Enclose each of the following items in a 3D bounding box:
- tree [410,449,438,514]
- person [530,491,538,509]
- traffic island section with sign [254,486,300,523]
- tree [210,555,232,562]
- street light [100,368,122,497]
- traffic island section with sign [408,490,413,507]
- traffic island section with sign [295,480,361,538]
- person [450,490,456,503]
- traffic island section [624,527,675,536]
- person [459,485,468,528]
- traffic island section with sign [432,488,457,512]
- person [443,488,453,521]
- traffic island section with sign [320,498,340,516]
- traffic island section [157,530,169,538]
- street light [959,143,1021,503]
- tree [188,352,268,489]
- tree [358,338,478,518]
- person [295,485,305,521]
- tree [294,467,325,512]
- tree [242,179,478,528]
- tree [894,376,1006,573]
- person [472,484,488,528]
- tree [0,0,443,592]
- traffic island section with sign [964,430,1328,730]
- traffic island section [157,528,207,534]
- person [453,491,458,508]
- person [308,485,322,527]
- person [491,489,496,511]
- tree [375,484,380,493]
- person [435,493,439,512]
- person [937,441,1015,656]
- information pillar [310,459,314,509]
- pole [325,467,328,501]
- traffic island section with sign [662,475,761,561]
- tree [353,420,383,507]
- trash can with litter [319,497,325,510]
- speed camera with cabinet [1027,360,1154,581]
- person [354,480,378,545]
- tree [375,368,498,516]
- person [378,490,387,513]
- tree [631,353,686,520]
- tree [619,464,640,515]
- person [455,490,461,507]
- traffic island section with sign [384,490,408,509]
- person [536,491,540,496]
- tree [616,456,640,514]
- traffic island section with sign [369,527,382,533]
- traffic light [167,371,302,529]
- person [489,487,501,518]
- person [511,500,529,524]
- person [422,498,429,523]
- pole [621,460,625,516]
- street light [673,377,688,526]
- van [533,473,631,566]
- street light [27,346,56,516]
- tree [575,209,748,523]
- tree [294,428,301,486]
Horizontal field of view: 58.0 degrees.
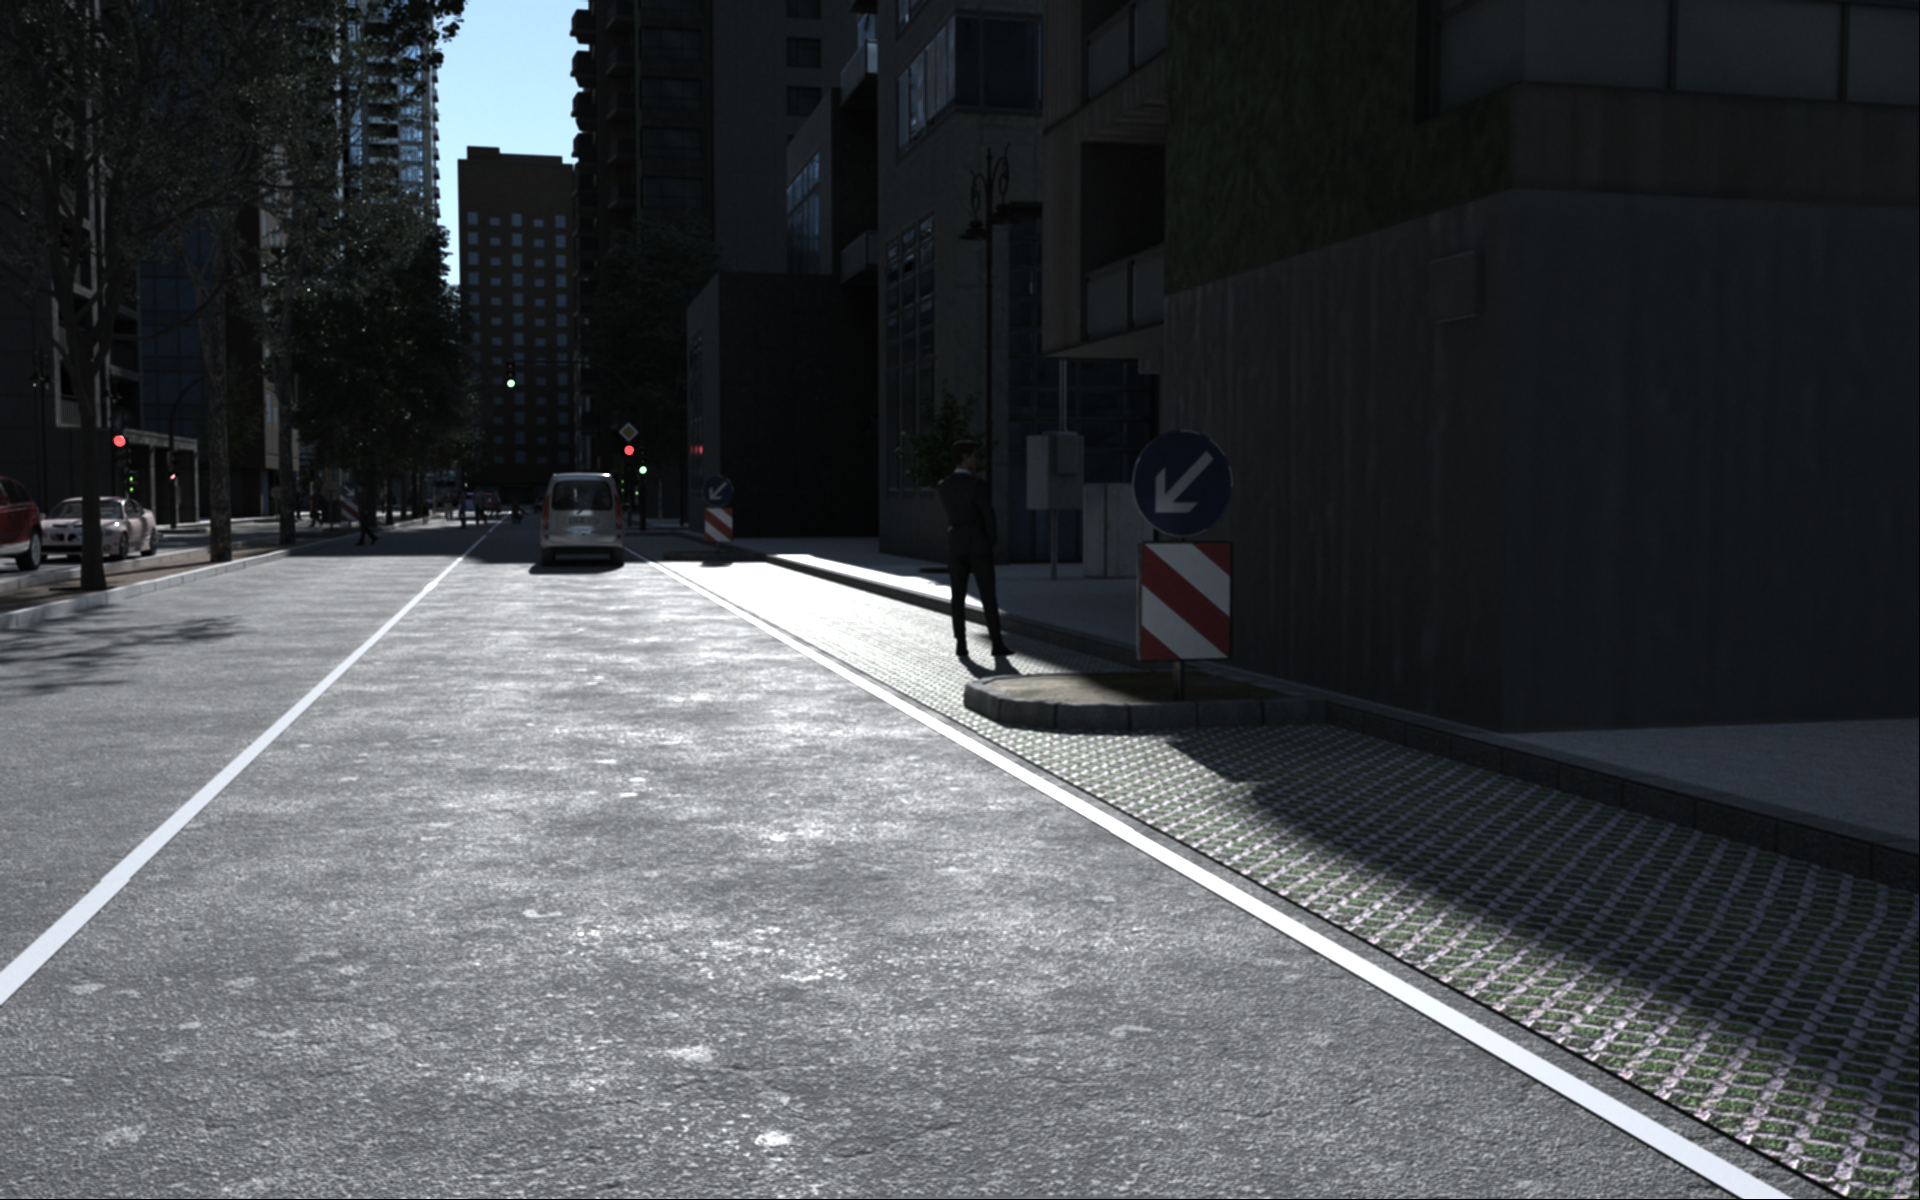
[{"bbox_3d":[-36.918,-10.305,121.311,4.360,8.622,3.978,0,3,0],"label":"tree"},{"bbox_3d":[-40.050,-9.434,163.306,0.990,1.755,0.434,-1,4,-16],"label":"person"},{"bbox_3d":[-34.597,-4.840,87.766,1.989,1.847,2.006,-1,4,-14],"label":"traffic island section with sign"},{"bbox_3d":[-17.049,-10.905,36.646,12.611,20.169,13.585,0,3,0],"label":"tree"},{"bbox_3d":[-30.982,-5.536,63.306,0.468,5.910,1.993,-1,4,-14],"label":"street light"},{"bbox_3d":[-59.677,-11.014,188.704,1.989,1.847,2.006,-1,4,-14],"label":"traffic island section with sign"},{"bbox_3d":[-21.015,-3.030,57.671,2.006,1.907,1.989,-1,4,-14],"label":"traffic island section with sign"},{"bbox_3d":[-50.154,-9.908,170.505,1.348,1.823,0.705,2,4,33],"label":"person"},{"bbox_3d":[-10.955,-2.302,59.914,2.009,0.180,2.903,-1,4,-14],"label":"traffic island section"},{"bbox_3d":[-20.754,-3.902,72.315,0.388,1.821,0.555,-1,4,-21],"label":"person"},{"bbox_3d":[-40.920,-7.930,137.790,2.006,1.907,1.989,-1,4,-14],"label":"traffic island section with sign"},{"bbox_3d":[-27.198,-5.078,92.069,0.519,1.759,0.362,-3,4,-36],"label":"person"},{"bbox_3d":[-41.155,-6.456,114.176,1.989,1.847,2.006,-1,4,-14],"label":"traffic island section with sign"},{"bbox_3d":[-27.011,-2.059,55.944,2.009,0.180,2.903,-1,4,-14],"label":"traffic island section"},{"bbox_3d":[0.390,-3.088,23.271,0.468,5.910,1.993,-1,4,-14],"label":"street light"},{"bbox_3d":[-38.383,-8.570,90.486,4.737,8.622,4.395,0,3,0],"label":"tree"},{"bbox_3d":[-32.500,-10.705,103.232,9.928,11.665,9.643,0,3,0],"label":"tree"},{"bbox_3d":[-35.224,-5.175,92.472,0.474,1.900,0.648,-1,4,-9],"label":"person"},{"bbox_3d":[-46.218,-7.855,123.031,1.663,3.219,1.824,0,3,0],"label":"tree"},{"bbox_3d":[-23.984,-9.831,69.850,9.857,13.997,8.962,0,3,0],"label":"tree"},{"bbox_3d":[-0.215,-2.077,28.567,1.663,3.219,1.824,0,3,0],"label":"tree"},{"bbox_3d":[-20.510,-4.015,73.995,0.661,1.843,0.795,0,4,7],"label":"person"},{"bbox_3d":[-12.785,-6.869,25.142,12.009,13.543,11.850,0,3,0],"label":"tree"},{"bbox_3d":[1.092,-0.171,11.422,1.989,1.847,2.006,-1,4,-14],"label":"traffic island section with sign"},{"bbox_3d":[-28.937,-2.533,63.695,2.009,0.180,2.903,-1,4,-14],"label":"traffic island section"},{"bbox_3d":[-53.708,-10.720,184.478,1.217,1.736,0.721,1,4,17],"label":"person"},{"bbox_3d":[-28.225,-4.125,75.910,0.622,1.834,0.822,3,5,40],"label":"person"},{"bbox_3d":[-38.465,-8.212,142.852,1.350,1.814,0.705,2,4,35],"label":"person"},{"bbox_3d":[-60.746,-11.266,178.805,1.663,3.219,1.824,0,3,0],"label":"tree"},{"bbox_3d":[-40.553,-7.517,133.991,0.523,1.515,0.503,-1,4,-13],"label":"person"},{"bbox_3d":[0.121,-0.460,15.381,0.648,1.900,0.474,2,4,30],"label":"person"},{"bbox_3d":[-43.625,-7.660,116.602,0.183,3.616,0.504,0,4,-2],"label":"information pillar"},{"bbox_3d":[-45.938,-8.058,125.598,0.158,3.312,0.155,0,3,0],"label":"pole"},{"bbox_3d":[-5.461,-1.782,37.770,1.989,1.847,2.006,-1,4,-14],"label":"traffic island section with sign"},{"bbox_3d":[-58.543,-15.546,172.297,7.486,12.596,7.792,0,3,0],"label":"tree"},{"bbox_3d":[-49.673,-7.529,134.490,1.055,1.170,0.624,-2,4,-26],"label":"trash can with litter"},{"bbox_3d":[1.979,-1.946,26.149,2.038,3.252,0.660,-2,4,-34],"label":"speed camera with cabinet"},{"bbox_3d":[-16.743,-2.463,48.673,0.656,1.842,0.836,2,4,33],"label":"person"},{"bbox_3d":[-35.089,-11.819,112.708,9.611,12.733,9.660,0,3,0],"label":"tree"},{"bbox_3d":[-43.249,-7.385,129.637,0.661,1.777,0.834,0,4,4],"label":"person"},{"bbox_3d":[-14.786,-8.323,86.447,4.737,8.622,4.395,0,3,0],"label":"tree"},{"bbox_3d":[-20.157,-6.921,107.753,1.663,3.219,1.824,0,3,0],"label":"tree"},{"bbox_3d":[-42.496,-8.410,146.682,0.721,1.739,1.217,-2,4,-35],"label":"person"},{"bbox_3d":[-53.166,-9.414,162.544,1.989,1.847,2.006,-1,4,-14],"label":"traffic island section with sign"},{"bbox_3d":[-51.979,-12.486,212.660,1.348,1.822,0.705,-2,4,-24],"label":"person"},{"bbox_3d":[-20.501,-7.813,111.449,4.285,4.588,4.351,0,3,0],"label":"tree"},{"bbox_3d":[-22.792,-3.470,64.863,2.006,1.907,1.989,-1,4,-14],"label":"traffic island section with sign"},{"bbox_3d":[-26.886,-5.470,64.105,4.771,5.953,1.251,-1,4,-14],"label":"traffic light"},{"bbox_3d":[-27.725,-5.800,103.195,0.748,1.841,0.638,-2,4,-25],"label":"person"},{"bbox_3d":[-20.993,-4.185,82.424,1.012,1.151,0.738,-3,5,-39],"label":"person"},{"bbox_3d":[-26.207,-4.387,84.901,0.362,1.253,0.373,0,4,4],"label":"person"},{"bbox_3d":[-19.926,-6.632,102.281,0.158,3.312,0.155,0,3,0],"label":"pole"},{"bbox_3d":[-11.032,-5.857,68.549,0.468,5.910,1.993,-1,4,-14],"label":"street light"},{"bbox_3d":[-7.846,-1.772,35.989,2.013,2.044,4.112,-1,4,-12],"label":"van"},{"bbox_3d":[-28.741,-4.989,54.355,0.468,5.910,1.993,-1,4,-14],"label":"street light"},{"bbox_3d":[-12.204,-10.453,77.566,9.857,13.997,8.962,0,3,0],"label":"tree"},{"bbox_3d":[-44.233,-9.864,111.634,4.737,8.622,4.395,0,3,0],"label":"tree"}]
